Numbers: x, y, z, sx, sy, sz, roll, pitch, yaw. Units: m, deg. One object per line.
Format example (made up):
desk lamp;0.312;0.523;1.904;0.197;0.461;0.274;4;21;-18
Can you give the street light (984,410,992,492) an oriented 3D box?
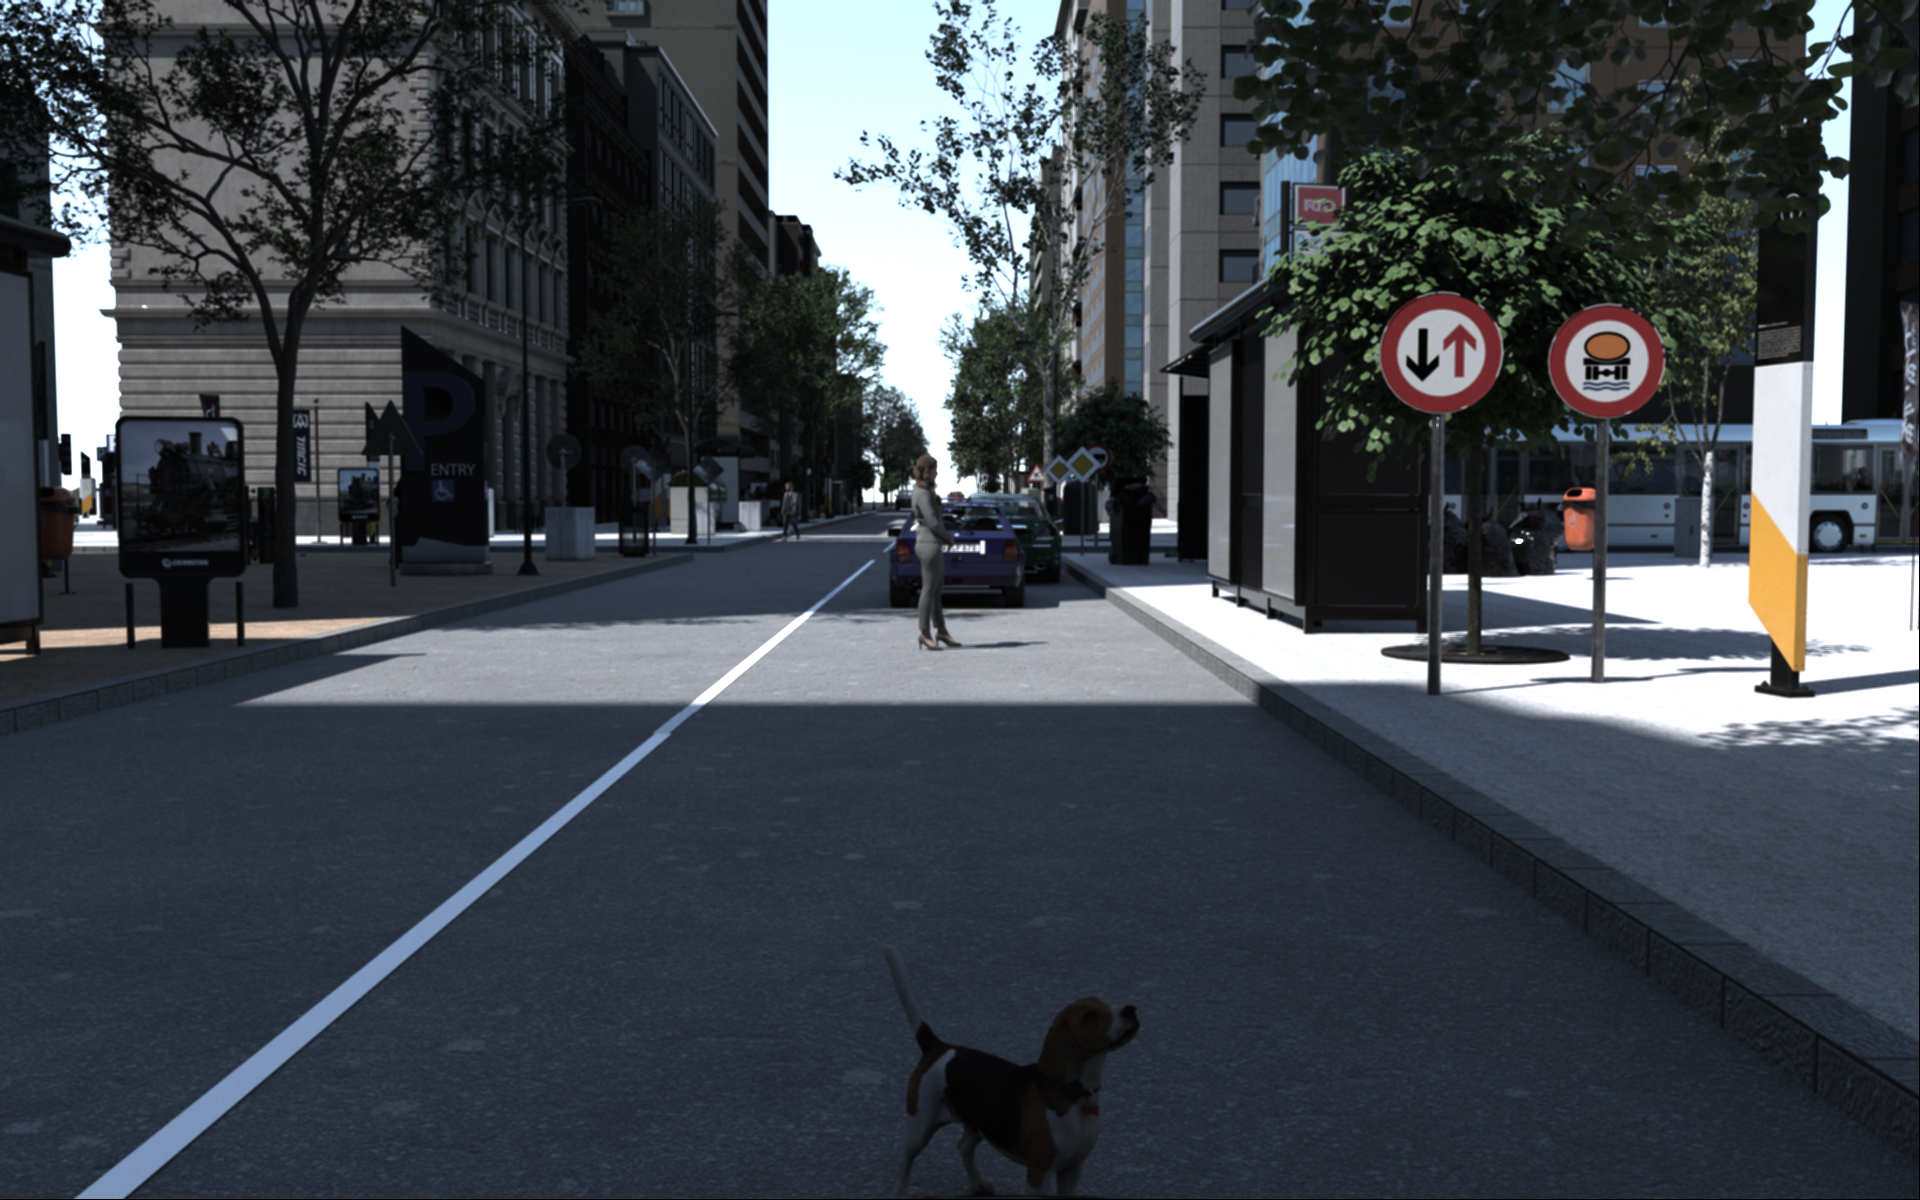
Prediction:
street light;2.148;-7.556;96.087;1.470;5.913;1.316;0;4;0

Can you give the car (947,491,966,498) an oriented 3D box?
car;-0.470;-12.093;206.389;2.281;1.827;5.304;0;3;0

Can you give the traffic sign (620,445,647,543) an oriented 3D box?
traffic sign;-8.480;-2.751;45.092;0.768;2.556;0.104;1;4;9

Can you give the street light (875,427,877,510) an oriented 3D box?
street light;-6.493;-9.040;120.344;1.470;5.913;1.316;0;4;0

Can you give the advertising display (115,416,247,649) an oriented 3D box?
advertising display;-6.473;-0.564;14.429;0.974;1.923;0.123;-1;4;-15

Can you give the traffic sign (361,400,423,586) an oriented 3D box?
traffic sign;-7.874;-1.467;23.995;0.884;2.594;0.081;0;4;7

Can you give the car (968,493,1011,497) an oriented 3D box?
car;0.864;-2.378;47.679;1.959;1.807;4.718;0;4;-1

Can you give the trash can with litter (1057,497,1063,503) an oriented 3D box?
trash can with litter;4.197;-3.549;69.410;1.055;1.170;0.624;3;5;39

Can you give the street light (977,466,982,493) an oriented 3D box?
street light;2.116;-9.577;129.127;1.470;5.913;1.316;0;4;0

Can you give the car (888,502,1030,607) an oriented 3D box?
car;-0.021;-0.655;23.290;1.945;1.354;3.894;0;4;1

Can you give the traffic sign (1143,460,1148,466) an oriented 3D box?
traffic sign;5.164;-3.079;50.345;0.884;2.594;0.081;0;4;2

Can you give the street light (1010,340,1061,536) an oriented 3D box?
street light;2.355;-4.887;52.446;1.470;5.913;1.316;0;4;0

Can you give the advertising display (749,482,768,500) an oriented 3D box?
advertising display;-10.702;-5.315;92.116;0.974;1.923;0.123;-1;4;-14

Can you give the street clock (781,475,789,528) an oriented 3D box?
street clock;-6.532;-3.686;64.836;0.358;2.002;0.471;0;4;-7

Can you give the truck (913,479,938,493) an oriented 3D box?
truck;-4.147;-13.783;215.116;2.967;4.110;18.799;0;3;0

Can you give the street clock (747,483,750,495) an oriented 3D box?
street clock;-13.368;-6.502;110.879;0.471;2.002;0.358;-3;5;-40

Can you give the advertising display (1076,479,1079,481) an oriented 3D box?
advertising display;5.108;-4.214;74.107;0.123;1.923;0.974;1;4;15

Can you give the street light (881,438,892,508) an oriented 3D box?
street light;-6.532;-10.384;142.321;1.470;5.913;1.316;0;4;0

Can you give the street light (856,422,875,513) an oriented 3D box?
street light;-6.414;-8.496;111.451;1.470;5.913;1.316;0;4;0

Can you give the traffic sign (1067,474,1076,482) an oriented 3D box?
traffic sign;5.189;-4.788;78.397;0.768;2.556;0.104;0;4;7

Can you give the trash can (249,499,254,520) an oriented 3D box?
trash can;-19.294;-2.126;46.407;0.748;1.137;0.748;0;3;0

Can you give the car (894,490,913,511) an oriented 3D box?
car;-4.614;-8.763;151.946;2.281;1.827;5.304;0;4;0

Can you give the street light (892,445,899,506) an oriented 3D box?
street light;-6.599;-11.718;164.133;1.470;5.913;1.316;0;4;0

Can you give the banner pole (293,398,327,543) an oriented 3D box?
banner pole;-17.047;-3.381;45.295;0.863;3.779;0.401;-1;4;-16

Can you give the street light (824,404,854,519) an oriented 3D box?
street light;-6.280;-7.139;89.262;1.470;5.913;1.316;0;4;0

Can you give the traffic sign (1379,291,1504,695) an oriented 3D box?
traffic sign;3.033;-0.667;11.004;0.768;2.556;0.104;0;4;6

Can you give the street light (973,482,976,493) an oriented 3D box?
street light;1.870;-13.595;194.818;1.470;5.913;1.316;0;4;0

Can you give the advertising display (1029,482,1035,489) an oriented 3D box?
advertising display;3.948;-5.486;94.904;0.123;1.923;0.974;0;4;-8

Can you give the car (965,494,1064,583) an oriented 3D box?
car;0.727;-1.078;29.429;2.131;1.459;4.920;0;4;0

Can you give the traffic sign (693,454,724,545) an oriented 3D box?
traffic sign;-6.379;-2.466;43.969;0.795;2.450;0.064;0;4;0

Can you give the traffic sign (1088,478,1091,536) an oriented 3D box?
traffic sign;3.992;-3.247;53.190;0.768;2.556;0.104;1;4;9

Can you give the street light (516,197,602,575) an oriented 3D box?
street light;-6.305;-3.348;27.278;1.470;5.913;1.316;0;4;0

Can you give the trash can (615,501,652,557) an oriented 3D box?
trash can;-6.657;-1.449;35.347;0.748;1.137;0.748;0;3;0

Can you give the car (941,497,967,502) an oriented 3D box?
car;-0.315;-2.620;55.420;1.945;1.354;3.894;0;3;0

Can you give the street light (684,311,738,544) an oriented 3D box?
street light;-6.334;-4.380;44.153;1.470;5.913;1.316;0;4;0

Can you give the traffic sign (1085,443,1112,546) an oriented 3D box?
traffic sign;3.382;-2.618;42.913;0.768;2.556;0.104;0;4;4

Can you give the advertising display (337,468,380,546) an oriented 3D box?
advertising display;-14.958;-2.317;43.094;0.974;1.923;0.123;-1;4;-23

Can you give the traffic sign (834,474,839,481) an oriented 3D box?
traffic sign;-7.898;-6.682;109.260;0.884;2.594;0.081;0;4;5

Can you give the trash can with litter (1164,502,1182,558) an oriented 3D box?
trash can with litter;5.042;-1.481;35.273;2.233;1.210;1.678;-2;4;-28

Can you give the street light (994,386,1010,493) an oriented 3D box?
street light;2.292;-6.222;74.275;1.470;5.913;1.316;0;4;0

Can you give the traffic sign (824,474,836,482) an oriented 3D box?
traffic sign;-8.119;-6.612;108.218;0.768;2.556;0.104;0;4;8

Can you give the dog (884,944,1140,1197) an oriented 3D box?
dog;0.083;0.974;3.364;0.540;0.507;0.406;1;4;8

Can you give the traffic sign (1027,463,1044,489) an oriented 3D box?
traffic sign;3.234;-4.469;73.069;0.884;2.594;0.081;0;4;2

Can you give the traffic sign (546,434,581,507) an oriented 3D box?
traffic sign;-8.372;-2.229;36.556;0.768;2.556;0.104;1;4;9

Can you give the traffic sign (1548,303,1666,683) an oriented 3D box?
traffic sign;4.332;-0.709;11.693;0.768;2.556;0.104;0;4;5

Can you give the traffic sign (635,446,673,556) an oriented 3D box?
traffic sign;-6.354;-1.978;35.984;0.795;2.450;0.064;0;4;0

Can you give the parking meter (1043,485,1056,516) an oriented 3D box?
parking meter;2.640;-2.614;51.142;0.372;1.533;0.369;0;3;0

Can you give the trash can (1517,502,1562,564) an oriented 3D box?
trash can;10.139;-1.143;30.342;0.748;1.137;0.748;0;3;0

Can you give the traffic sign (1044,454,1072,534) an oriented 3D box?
traffic sign;2.515;-2.467;43.977;0.795;2.450;0.064;0;4;0

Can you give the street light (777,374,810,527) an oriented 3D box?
street light;-6.373;-5.772;66.916;1.470;5.913;1.316;0;4;0

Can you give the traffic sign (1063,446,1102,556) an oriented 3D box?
traffic sign;2.540;-1.979;35.992;0.795;2.450;0.064;0;4;0

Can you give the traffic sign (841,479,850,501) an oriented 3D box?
traffic sign;-7.581;-6.892;114.809;0.606;2.300;0.079;0;4;8
